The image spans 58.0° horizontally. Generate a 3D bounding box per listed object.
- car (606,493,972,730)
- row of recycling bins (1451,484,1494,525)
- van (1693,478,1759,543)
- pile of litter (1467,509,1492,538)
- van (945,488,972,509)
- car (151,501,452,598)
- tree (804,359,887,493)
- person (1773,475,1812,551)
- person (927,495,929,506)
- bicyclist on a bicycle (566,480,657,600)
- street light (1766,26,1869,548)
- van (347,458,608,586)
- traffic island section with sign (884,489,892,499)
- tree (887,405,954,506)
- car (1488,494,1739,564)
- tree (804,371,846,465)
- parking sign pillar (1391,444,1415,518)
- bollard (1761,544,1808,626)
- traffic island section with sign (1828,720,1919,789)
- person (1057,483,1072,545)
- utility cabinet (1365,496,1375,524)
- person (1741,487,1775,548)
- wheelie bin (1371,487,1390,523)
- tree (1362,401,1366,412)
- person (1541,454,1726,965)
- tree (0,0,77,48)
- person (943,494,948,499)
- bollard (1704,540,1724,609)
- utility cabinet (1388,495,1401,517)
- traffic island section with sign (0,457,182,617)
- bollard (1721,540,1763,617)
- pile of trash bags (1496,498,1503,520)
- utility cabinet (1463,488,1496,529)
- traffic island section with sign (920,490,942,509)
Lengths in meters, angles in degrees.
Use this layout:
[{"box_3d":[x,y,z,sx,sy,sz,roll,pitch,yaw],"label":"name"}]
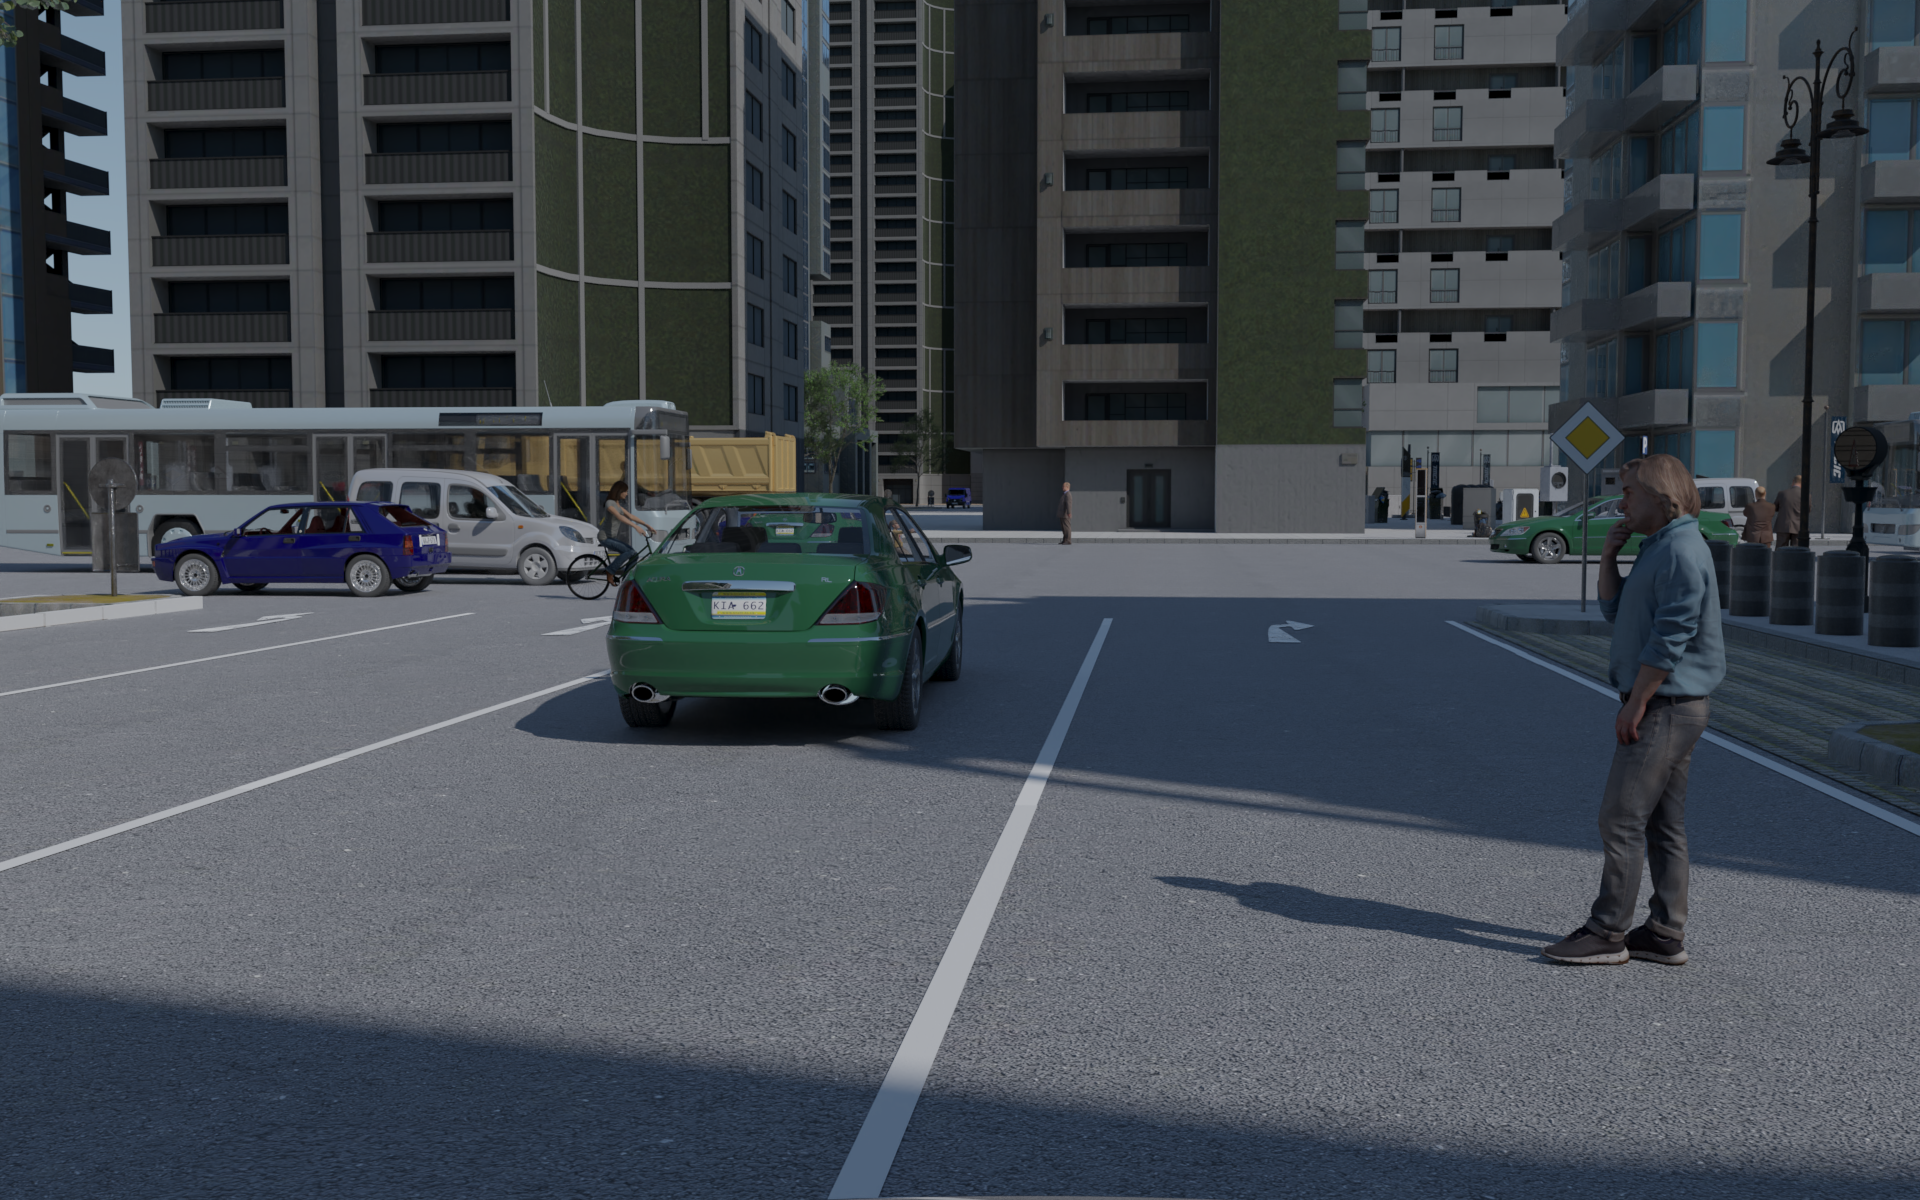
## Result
[{"box_3d":[-1.027,-0.012,11.996,2.131,1.459,4.920,0,4,5],"label":"car"},{"box_3d":[21.785,-4.052,73.363,1.069,1.692,3.534,3,4,37],"label":"row of recycling bins"},{"box_3d":[18.678,-2.335,45.190,4.112,2.044,2.013,0,4,7],"label":"van"},{"box_3d":[15.645,-2.282,51.273,1.176,0.858,1.719,1,4,9],"label":"pile of litter"},{"box_3d":[-0.140,-10.211,171.335,2.240,2.365,5.245,0,4,8],"label":"van"},{"box_3d":[-9.435,-0.753,24.896,3.894,1.354,1.945,0,4,5],"label":"car"},{"box_3d":[-9.721,-12.624,132.164,9.928,11.665,9.643,0,3,0],"label":"tree"},{"box_3d":[13.778,-1.196,28.738,0.565,1.739,0.600,0,4,-3],"label":"person"},{"box_3d":[-3.471,-11.047,192.379,0.557,1.426,1.065,-1,4,-14],"label":"person"},{"box_3d":[-4.516,-0.811,23.286,1.625,1.676,1.499,0,4,5],"label":"bicyclist on a bicycle"},{"box_3d":[8.727,-2.752,17.784,0.468,5.910,1.993,0,4,7],"label":"street light"},{"box_3d":[-7.781,-1.282,27.968,4.112,2.044,2.013,1,4,8],"label":"van"},{"box_3d":[-5.970,-8.227,143.134,1.989,1.847,2.006,0,4,7],"label":"traffic island section with sign"},{"box_3d":[-4.177,-15.004,179.729,7.601,10.594,8.767,1,4,16],"label":"tree"},{"box_3d":[13.559,-1.486,36.102,4.920,1.459,2.131,0,4,5],"label":"car"},{"box_3d":[-11.454,-11.290,118.998,7.601,10.594,8.767,-1,4,-15],"label":"tree"},{"box_3d":[23.953,-6.396,93.042,1.447,3.967,1.447,1,4,17],"label":"parking sign pillar"},{"box_3d":[8.197,-0.143,17.056,0.404,0.777,0.398,0,3,0],"label":"bollard"},{"box_3d":[5.615,-0.007,8.745,1.989,1.847,2.006,0,4,7],"label":"traffic island section with sign"},{"box_3d":[2.960,-2.446,49.037,0.434,1.755,0.990,-1,4,-8],"label":"person"},{"box_3d":[17.809,-3.949,75.730,0.306,1.237,1.020,0,4,-8],"label":"utility cabinet"},{"box_3d":[12.299,-0.976,26.722,0.482,1.546,0.388,1,4,12],"label":"person"},{"box_3d":[18.625,-4.214,76.801,0.693,1.594,0.980,-1,4,-21],"label":"wheelie bin"},{"box_3d":[18.886,-8.447,88.467,4.737,8.622,4.395,0,3,0],"label":"tree"},{"box_3d":[2.091,0.333,5.264,0.499,1.552,0.429,-3,5,-43],"label":"person"},{"box_3d":[-11.511,-6.302,12.152,9.857,13.997,8.962,0,3,0],"label":"tree"},{"box_3d":[-1.037,-10.186,175.051,1.348,1.824,0.705,-1,4,-11],"label":"person"},{"box_3d":[8.477,-0.291,19.481,0.404,0.777,0.398,0,3,0],"label":"bollard"},{"box_3d":[24.499,-5.275,97.411,1.020,1.237,0.306,-1,4,-11],"label":"utility cabinet"},{"box_3d":[-10.680,-0.794,21.111,2.006,1.907,1.989,0,4,7],"label":"traffic island section with sign"},{"box_3d":[8.337,-0.217,18.265,0.404,0.777,0.398,0,3,0],"label":"bollard"},{"box_3d":[26.739,-4.739,87.234,1.912,1.369,3.447,-1,4,-19],"label":"pile of trash bags"},{"box_3d":[18.650,-3.272,62.170,0.318,1.500,1.173,-3,4,-38],"label":"utility cabinet"},{"box_3d":[-2.824,-9.864,169.906,1.989,1.847,2.006,0,4,7],"label":"traffic island section with sign"}]
